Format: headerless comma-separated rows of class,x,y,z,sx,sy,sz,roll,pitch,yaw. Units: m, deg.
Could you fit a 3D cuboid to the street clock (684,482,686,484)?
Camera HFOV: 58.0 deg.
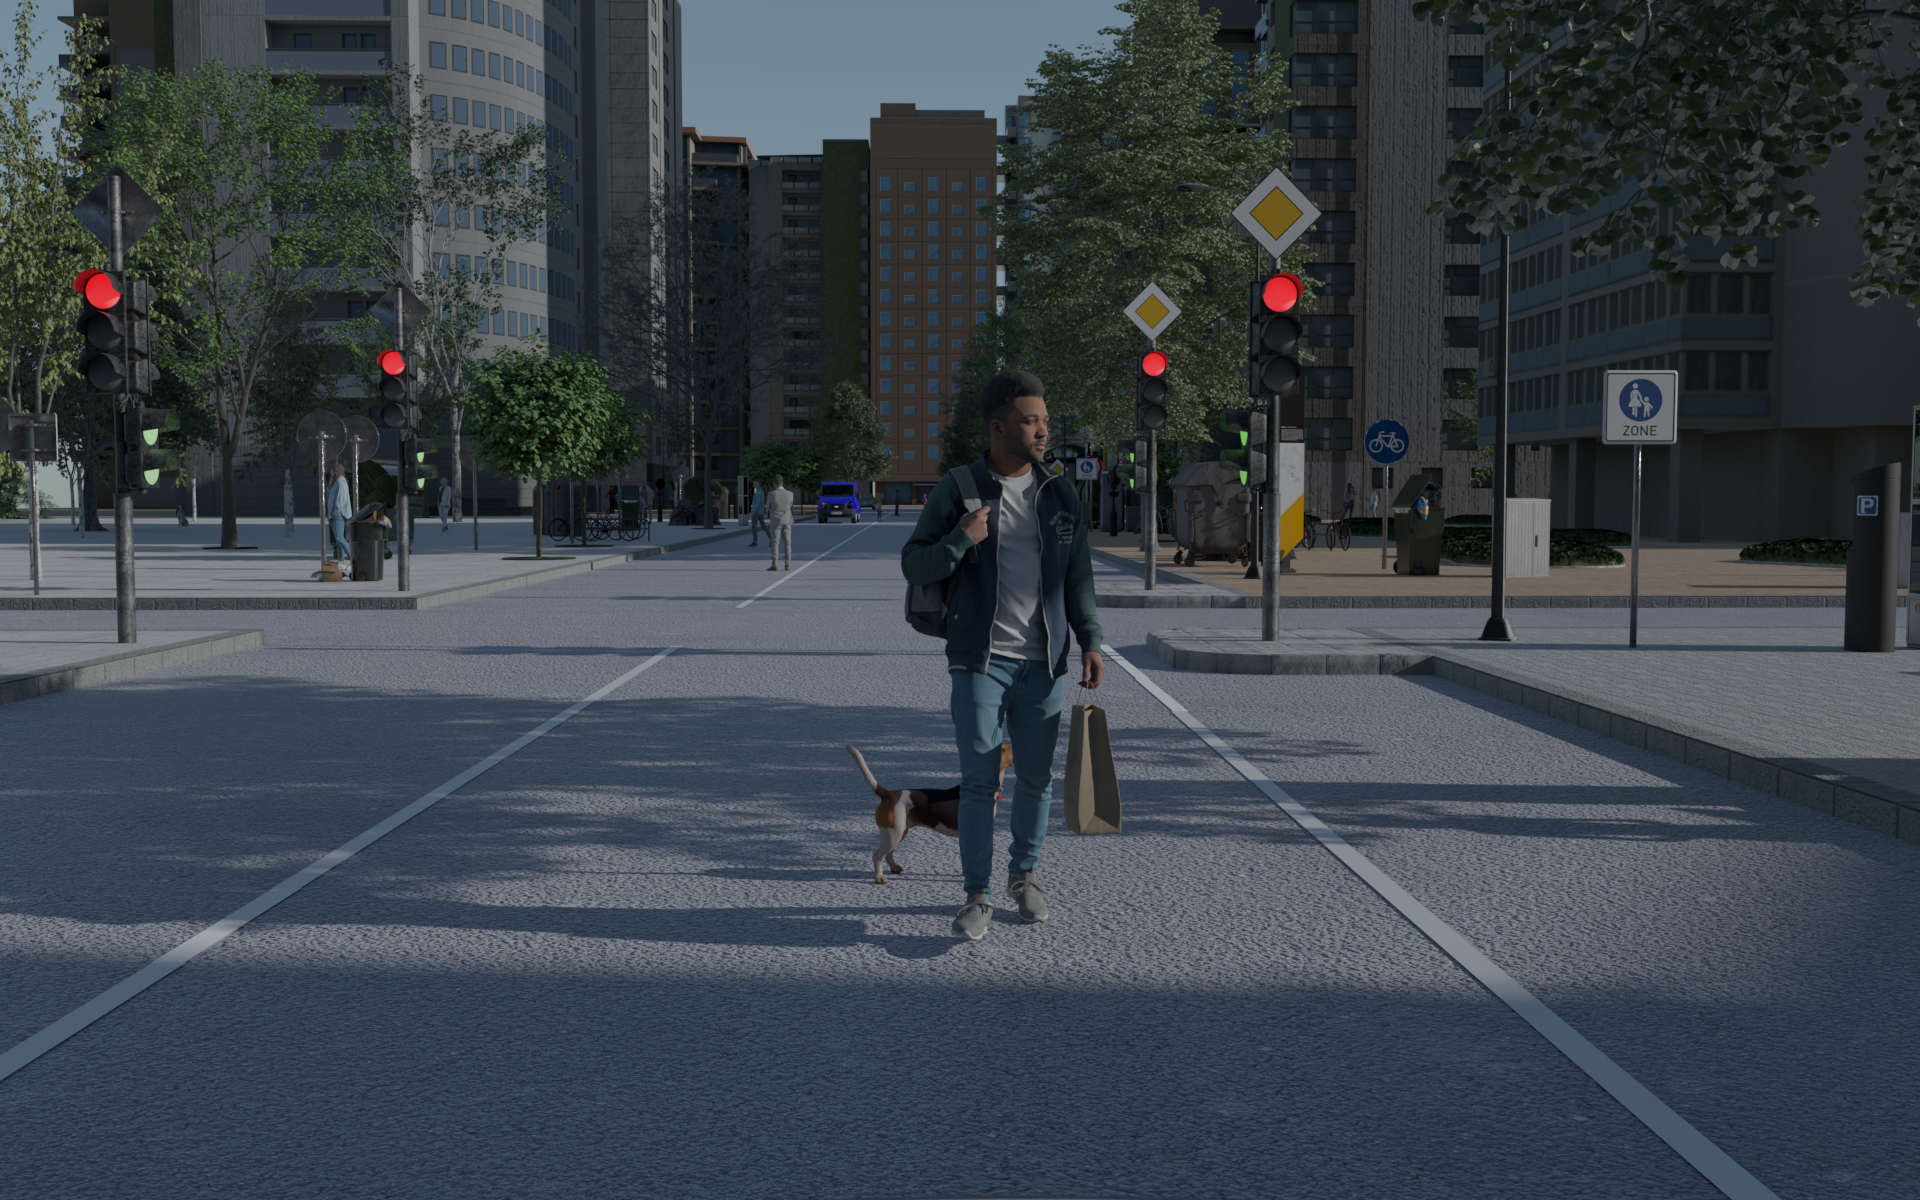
street clock,-14.293,-5.298,91.195,0.358,2.002,0.471,2,4,33

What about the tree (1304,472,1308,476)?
tree,13.052,-4.652,70.656,1.663,3.219,1.824,0,3,0

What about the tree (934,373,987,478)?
tree,2.119,-14.866,160.074,9.611,12.733,9.660,0,3,0

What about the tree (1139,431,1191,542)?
tree,5.212,-3.166,46.367,1.663,3.219,1.824,0,3,0

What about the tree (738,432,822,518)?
tree,-10.057,-6.599,91.600,4.285,4.588,4.351,0,3,0

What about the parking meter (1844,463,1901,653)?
parking meter,7.447,-0.350,14.139,0.372,1.533,0.369,0,3,0

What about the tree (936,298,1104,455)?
tree,3.673,-11.969,106.062,12.009,13.543,11.850,0,3,0

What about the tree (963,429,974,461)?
tree,2.628,-11.524,138.779,4.360,8.622,3.978,0,3,0

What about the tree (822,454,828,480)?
tree,-9.761,-7.575,107.566,4.285,4.588,4.351,0,3,0

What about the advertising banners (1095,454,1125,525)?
advertising banners,6.068,-4.518,70.062,0.090,3.025,2.074,-2,4,-30

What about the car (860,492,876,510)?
car,-8.544,-9.075,157.170,1.959,1.807,4.718,0,4,0

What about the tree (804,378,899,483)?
tree,-11.043,-15.576,171.668,9.611,12.733,9.660,0,3,0

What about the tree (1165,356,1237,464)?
tree,12.126,-8.440,88.364,4.737,8.622,4.395,0,3,0

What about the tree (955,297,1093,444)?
tree,3.631,-10.119,91.202,9.928,11.665,9.643,0,3,0

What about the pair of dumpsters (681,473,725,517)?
pair of dumpsters,-11.704,-4.665,78.773,1.574,2.255,4.437,0,4,-1

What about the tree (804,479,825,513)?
tree,-10.001,-7.457,116.523,1.663,3.219,1.824,0,3,0

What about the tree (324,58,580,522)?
tree,-24.426,-13.604,78.315,12.611,20.169,13.585,0,3,0

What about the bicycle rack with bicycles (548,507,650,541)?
bicycle rack with bicycles,-9.808,-2.085,47.479,2.925,0.926,2.852,-2,4,-23

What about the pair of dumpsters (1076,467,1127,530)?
pair of dumpsters,5.262,-3.800,64.627,1.574,2.255,4.437,0,4,-1

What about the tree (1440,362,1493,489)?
tree,24.248,-7.847,78.664,4.737,8.622,4.395,0,3,0

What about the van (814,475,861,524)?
van,-5.986,-4.984,85.866,2.240,2.365,5.245,0,4,-1

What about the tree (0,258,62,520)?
tree,-55.601,-11.499,89.828,18.604,14.587,13.155,0,4,-8

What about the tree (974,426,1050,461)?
tree,3.880,-10.184,116.870,4.360,8.622,3.978,0,3,0

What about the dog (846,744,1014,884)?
dog,-0.091,0.785,6.459,0.540,0.507,0.406,-3,5,-39

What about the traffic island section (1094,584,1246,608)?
traffic island section,2.561,-0.053,23.141,2.009,0.180,2.903,0,4,-1

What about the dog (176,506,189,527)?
dog,-30.899,-3.323,68.713,0.513,0.831,0.800,-1,4,-13

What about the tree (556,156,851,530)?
tree,-9.200,-9.329,62.896,12.009,13.543,11.850,0,3,0

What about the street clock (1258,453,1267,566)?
street clock,5.466,-1.605,30.816,0.471,2.002,0.358,1,4,15

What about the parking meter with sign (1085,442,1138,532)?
parking meter with sign,5.115,-3.797,58.342,1.738,3.016,0.543,0,4,-6

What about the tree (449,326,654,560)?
tree,-8.342,-3.073,33.952,4.285,4.588,4.351,0,3,0

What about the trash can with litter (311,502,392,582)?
trash can with litter,-8.929,-0.857,25.396,1.055,1.170,0.624,-2,4,-35

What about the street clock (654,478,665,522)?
street clock,-13.759,-4.574,79.362,0.471,2.002,0.358,-3,4,-38

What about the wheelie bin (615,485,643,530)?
wheelie bin,-11.695,-3.263,61.262,0.980,1.594,0.693,-1,4,-10

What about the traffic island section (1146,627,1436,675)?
traffic island section,2.739,0.436,15.158,2.009,0.180,2.903,0,4,-1

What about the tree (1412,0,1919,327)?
tree,5.394,-6.178,7.662,9.857,13.997,8.962,0,3,0

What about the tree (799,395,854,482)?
tree,-9.987,-10.798,126.911,4.737,8.622,4.395,0,3,0

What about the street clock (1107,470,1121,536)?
street clock,4.657,-2.928,52.442,0.358,2.002,0.471,-1,4,-21

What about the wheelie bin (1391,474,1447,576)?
wheelie bin,7.282,-1.197,27.478,0.693,1.594,0.980,-1,4,-14

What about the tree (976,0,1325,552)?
tree,4.144,-7.327,37.917,7.486,12.596,7.792,0,3,0

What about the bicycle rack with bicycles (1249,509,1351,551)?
bicycle rack with bicycles,7.612,-1.636,40.126,2.852,0.926,2.925,0,4,0
